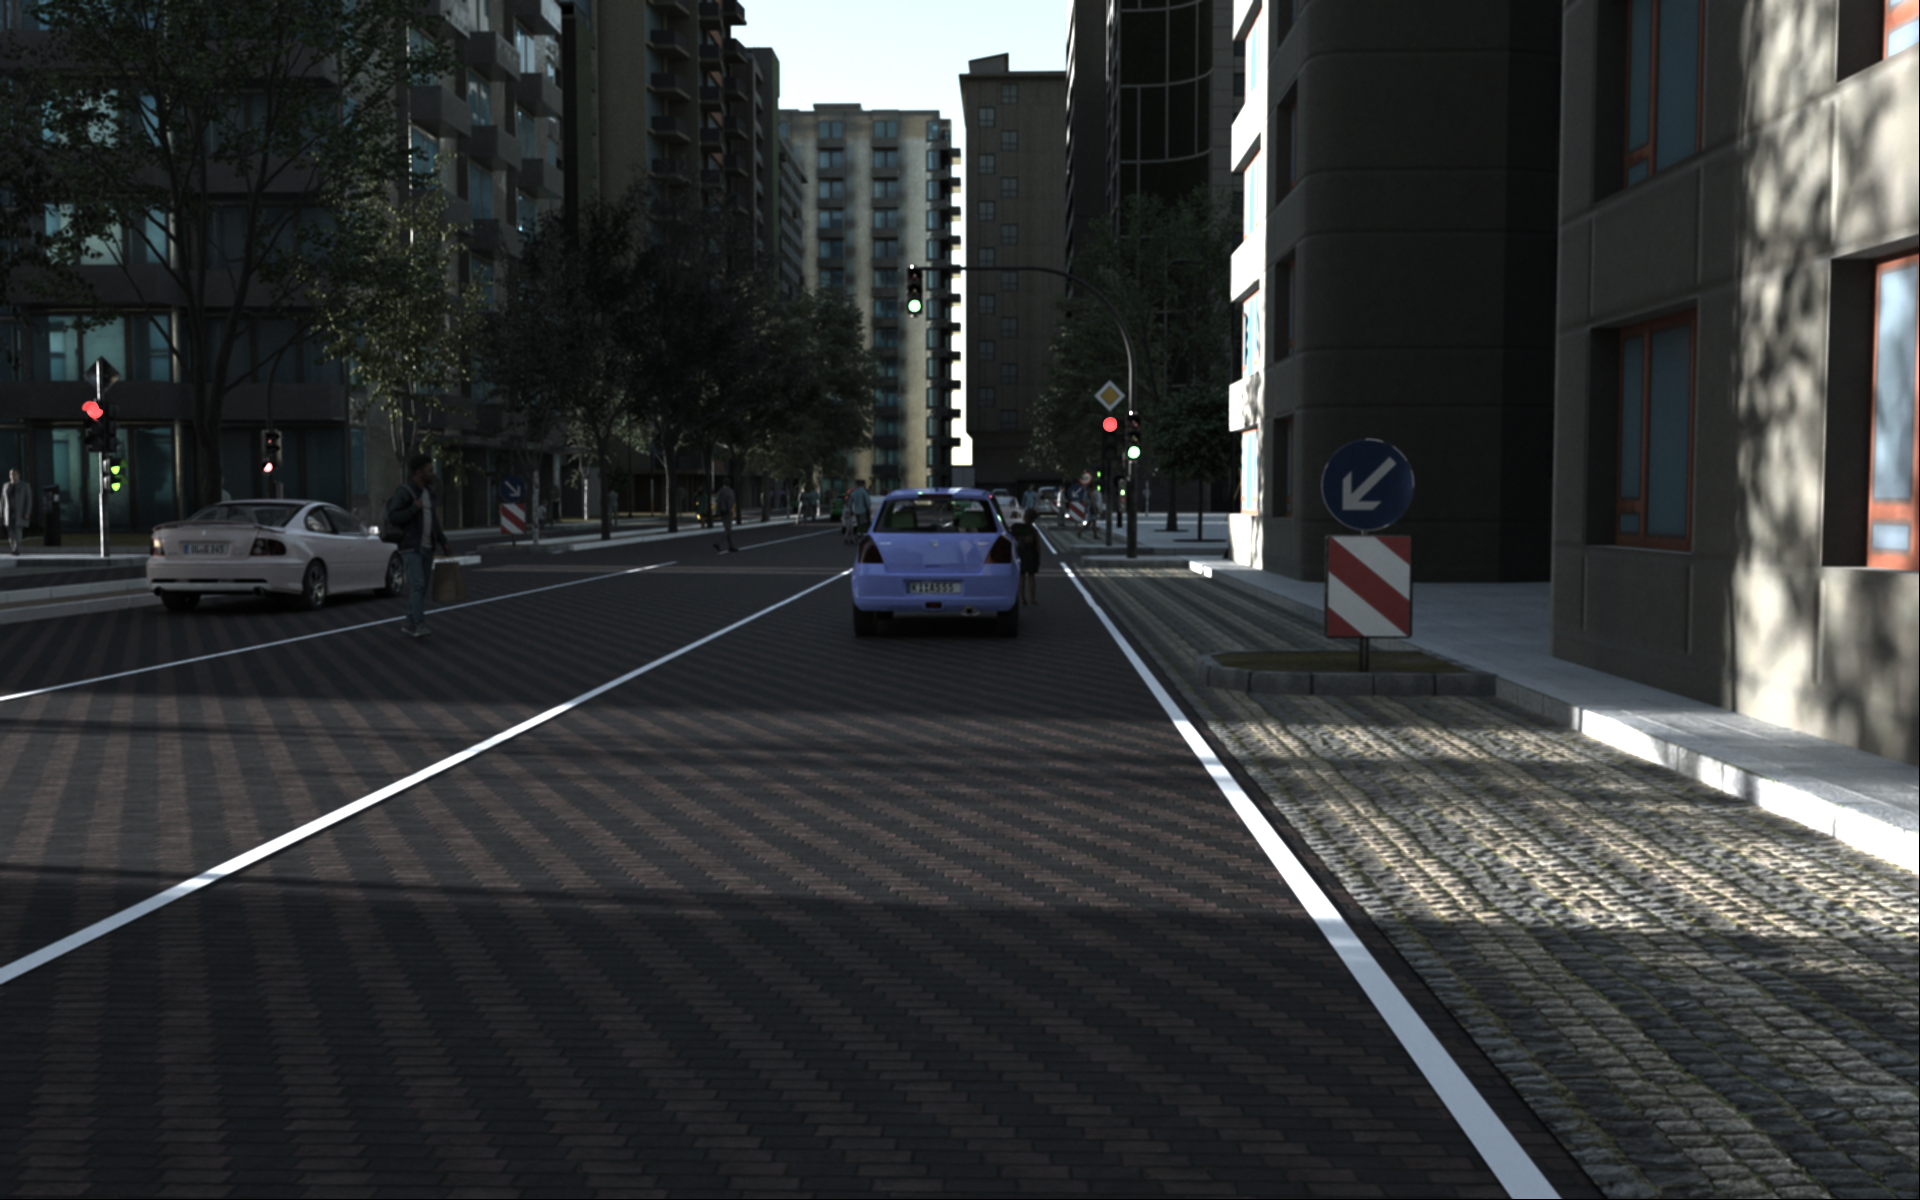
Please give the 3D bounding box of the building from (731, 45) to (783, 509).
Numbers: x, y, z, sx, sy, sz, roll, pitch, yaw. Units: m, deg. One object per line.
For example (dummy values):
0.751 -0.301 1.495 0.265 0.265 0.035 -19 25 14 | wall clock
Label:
-23.820 -28.779 154.139 14.154 41.232 14.086 0 4 2 | building

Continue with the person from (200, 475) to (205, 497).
-21.834 -2.737 50.595 0.655 1.846 0.447 -1 4 -14 | person

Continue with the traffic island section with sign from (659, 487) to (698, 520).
-15.372 -5.291 95.132 1.989 1.847 2.006 0 4 2 | traffic island section with sign

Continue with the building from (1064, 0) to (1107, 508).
20.205 -32.280 151.479 21.300 48.544 21.600 0 4 2 | building

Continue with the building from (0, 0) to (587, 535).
-28.454 -27.329 66.439 23.786 49.044 30.456 0 4 2 | building

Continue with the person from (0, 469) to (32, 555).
-19.810 -1.841 36.253 0.694 1.812 0.767 0 4 -4 | person

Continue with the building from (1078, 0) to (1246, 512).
19.572 -42.285 129.612 20.563 71.187 20.611 0 4 2 | building

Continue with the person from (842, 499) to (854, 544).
-3.157 -2.246 49.508 0.394 1.301 0.425 1 4 17 | person

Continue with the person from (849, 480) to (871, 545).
-2.873 -2.464 48.654 0.638 1.841 0.748 2 4 35 | person

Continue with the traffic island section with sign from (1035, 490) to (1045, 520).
5.248 -5.280 94.948 1.989 1.847 2.006 0 4 2 | traffic island section with sign

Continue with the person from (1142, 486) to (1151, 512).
12.913 -7.011 120.544 0.709 1.838 0.599 1 4 23 | person

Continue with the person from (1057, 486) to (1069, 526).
4.610 -4.179 77.032 0.583 1.804 0.606 0 4 0 | person

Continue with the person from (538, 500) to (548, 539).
-13.390 -2.592 55.558 0.352 1.250 0.332 -1 4 -20 | person

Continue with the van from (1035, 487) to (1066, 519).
5.199 -5.721 100.545 2.013 2.044 4.112 0 4 1 | van

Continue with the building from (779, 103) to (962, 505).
-15.015 -36.419 215.051 30.456 49.044 23.786 0 4 2 | building

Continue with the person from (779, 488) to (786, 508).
-15.806 -9.067 154.151 0.709 1.838 0.599 0 4 -6 | person

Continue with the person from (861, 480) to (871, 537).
-3.173 -3.058 57.855 0.648 1.900 0.474 2 4 32 | person

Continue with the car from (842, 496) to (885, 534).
-3.242 -3.115 63.292 2.083 1.381 4.827 0 4 2 | car

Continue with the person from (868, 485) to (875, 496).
-3.819 -4.042 74.693 0.767 1.812 0.694 2 4 27 | person

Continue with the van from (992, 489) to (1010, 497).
3.413 -8.494 145.884 2.013 2.044 4.112 0 4 2 | van

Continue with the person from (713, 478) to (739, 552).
-5.778 -2.096 42.873 0.850 1.850 0.679 -3 5 -44 | person

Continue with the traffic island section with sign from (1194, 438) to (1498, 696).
2.834 -0.278 13.176 1.989 1.847 2.006 0 4 2 | traffic island section with sign

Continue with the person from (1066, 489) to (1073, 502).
8.333 -7.497 129.448 1.217 1.723 0.721 -3 5 -44 | person

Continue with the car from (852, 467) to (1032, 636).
-0.192 -0.560 18.752 1.945 1.707 3.694 0 4 2 | car

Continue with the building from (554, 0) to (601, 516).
-28.907 -19.912 97.258 14.160 30.474 14.107 0 4 2 | building

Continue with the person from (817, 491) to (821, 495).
-15.602 -11.237 190.432 0.551 1.740 0.621 0 4 -1 | person

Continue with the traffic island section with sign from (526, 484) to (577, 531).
-16.171 -3.643 68.189 1.989 1.847 2.006 0 4 2 | traffic island section with sign

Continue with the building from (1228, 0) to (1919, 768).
18.658 -10.612 18.538 27.650 21.520 28.899 0 4 2 | building

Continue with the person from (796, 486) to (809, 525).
-7.279 -4.359 80.040 0.520 1.790 0.573 -3 4 -36 | person

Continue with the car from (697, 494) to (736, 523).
-12.192 -4.717 87.353 2.015 1.641 3.980 0 4 0 | car

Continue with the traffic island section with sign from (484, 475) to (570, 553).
-10.870 -2.123 42.843 2.006 1.907 1.989 0 4 2 | traffic island section with sign

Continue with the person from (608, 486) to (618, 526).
-15.664 -4.237 77.956 0.466 1.800 0.511 3 5 44 | person

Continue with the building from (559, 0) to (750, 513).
-28.326 -29.240 132.691 22.147 44.769 28.867 0 4 2 | building

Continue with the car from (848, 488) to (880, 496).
-6.212 -6.177 109.660 2.281 1.827 5.304 0 4 1 | car

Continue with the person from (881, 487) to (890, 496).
-4.136 -5.383 96.480 0.580 1.828 0.573 0 4 -1 | person

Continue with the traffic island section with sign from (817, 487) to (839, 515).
-8.658 -6.716 117.949 2.006 1.907 1.989 0 4 2 | traffic island section with sign

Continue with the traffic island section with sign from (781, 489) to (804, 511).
-13.897 -8.346 145.080 1.989 1.847 2.006 0 4 2 | traffic island section with sign

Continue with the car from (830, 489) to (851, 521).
-5.876 -5.084 91.925 1.959 1.807 4.718 0 4 0 | car

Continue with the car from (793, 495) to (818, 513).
-11.823 -7.626 133.473 1.959 1.807 4.718 0 4 2 | car

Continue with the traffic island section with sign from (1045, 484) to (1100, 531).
4.445 -3.627 67.932 1.989 1.847 2.006 0 4 2 | traffic island section with sign

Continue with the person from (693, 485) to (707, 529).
-10.425 -3.749 70.048 0.600 1.795 0.529 2 4 25 | person

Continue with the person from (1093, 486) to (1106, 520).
6.731 -4.781 84.563 0.694 1.780 0.624 -2 4 -24 | person

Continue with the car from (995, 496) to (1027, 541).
1.138 -2.558 54.179 2.083 1.381 4.827 0 4 3 | car

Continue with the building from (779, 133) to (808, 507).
-28.420 -29.686 177.254 23.993 40.220 32.217 0 4 2 | building

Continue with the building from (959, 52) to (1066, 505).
13.999 -38.323 215.822 27.495 52.752 28.713 0 4 2 | building

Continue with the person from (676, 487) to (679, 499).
-18.704 -6.612 114.256 0.850 1.850 0.679 1 4 23 | person

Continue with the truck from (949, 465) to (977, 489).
0.328 -11.235 172.610 2.839 4.237 11.283 0 3 0 | truck

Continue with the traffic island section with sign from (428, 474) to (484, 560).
-11.099 -1.670 35.440 2.006 1.907 1.989 0 4 2 | traffic island section with sign

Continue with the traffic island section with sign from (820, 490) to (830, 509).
-13.078 -10.022 172.493 1.989 1.847 2.006 0 4 2 | traffic island section with sign

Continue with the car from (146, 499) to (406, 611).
-8.783 -0.628 22.625 2.083 1.381 4.827 0 4 1 | car

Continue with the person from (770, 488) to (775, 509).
-16.309 -8.890 151.265 0.599 1.838 0.709 0 4 5 | person
